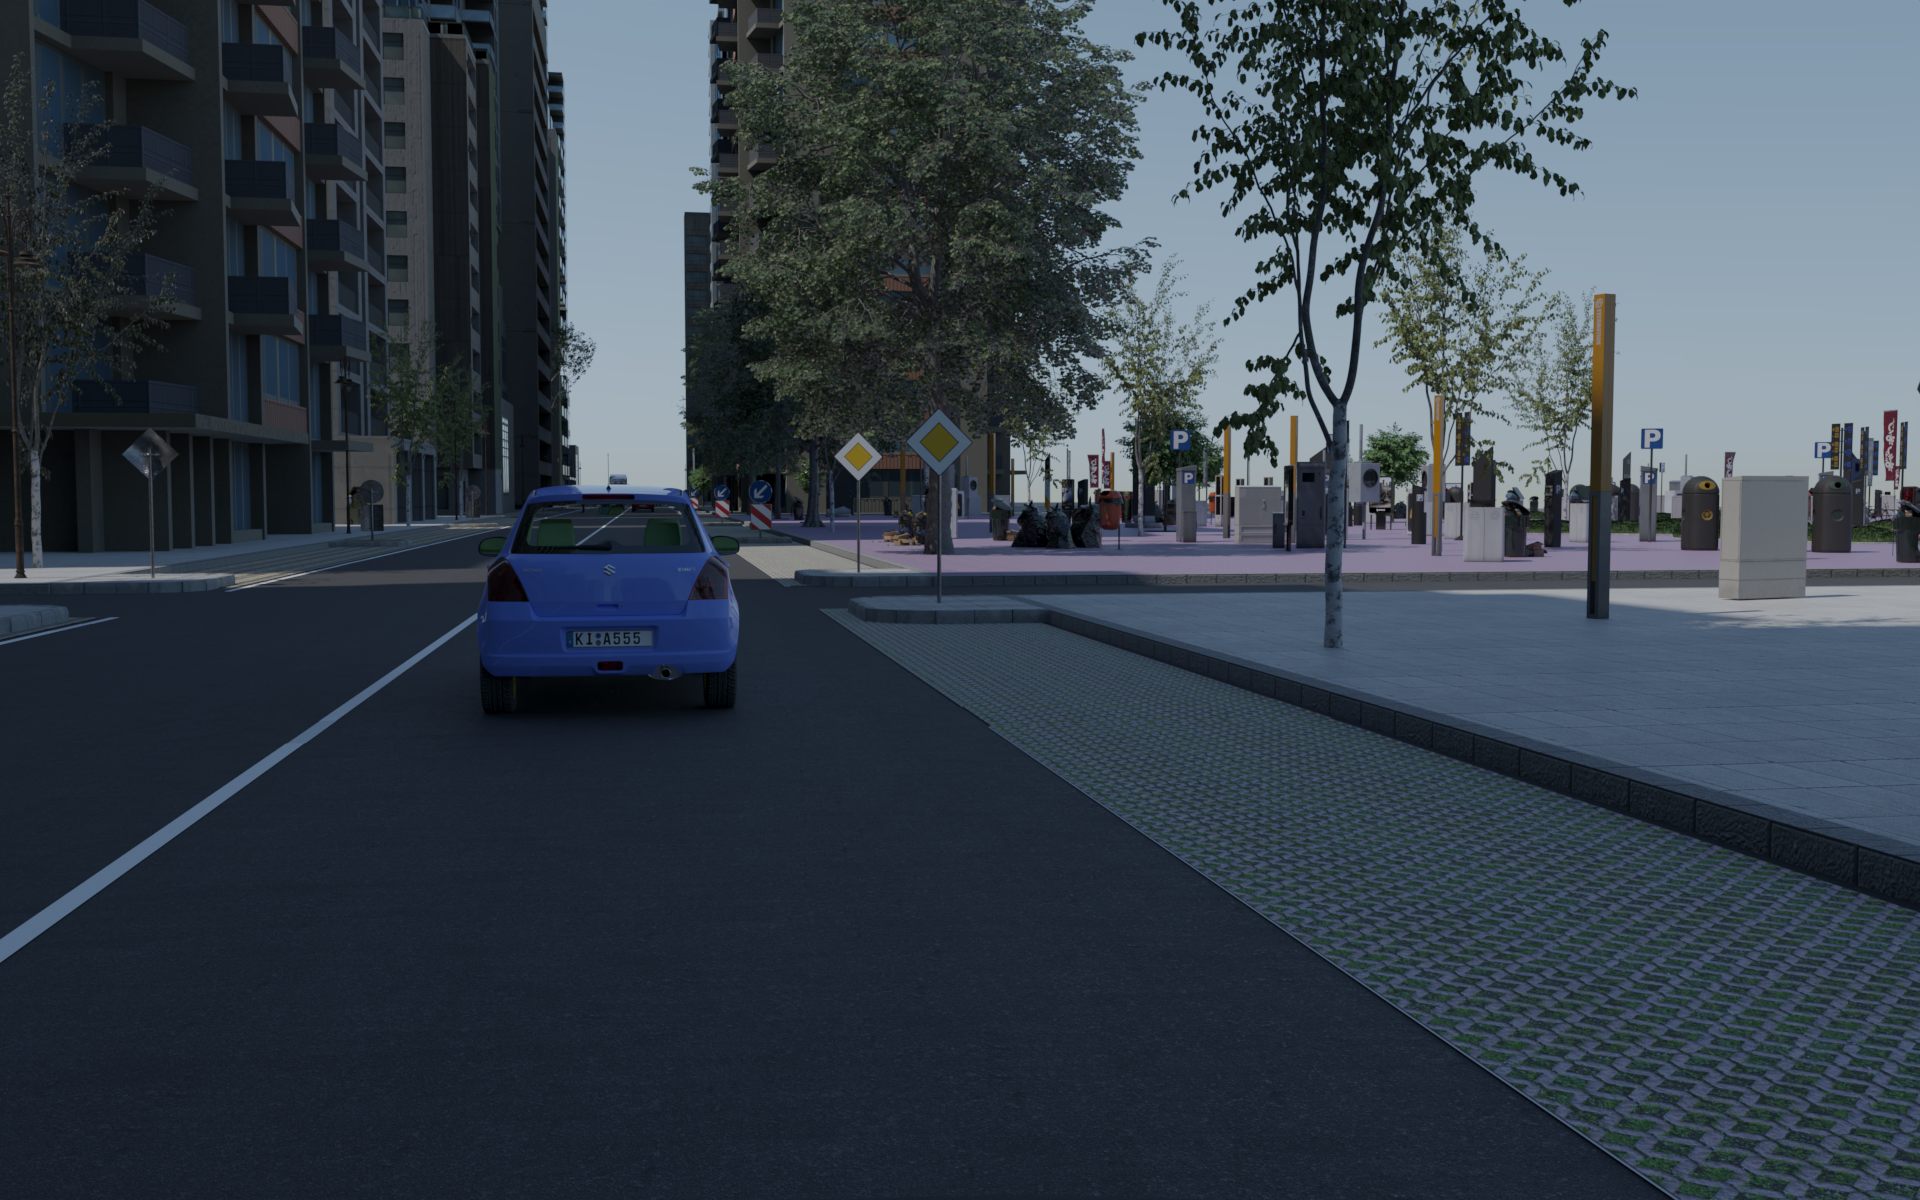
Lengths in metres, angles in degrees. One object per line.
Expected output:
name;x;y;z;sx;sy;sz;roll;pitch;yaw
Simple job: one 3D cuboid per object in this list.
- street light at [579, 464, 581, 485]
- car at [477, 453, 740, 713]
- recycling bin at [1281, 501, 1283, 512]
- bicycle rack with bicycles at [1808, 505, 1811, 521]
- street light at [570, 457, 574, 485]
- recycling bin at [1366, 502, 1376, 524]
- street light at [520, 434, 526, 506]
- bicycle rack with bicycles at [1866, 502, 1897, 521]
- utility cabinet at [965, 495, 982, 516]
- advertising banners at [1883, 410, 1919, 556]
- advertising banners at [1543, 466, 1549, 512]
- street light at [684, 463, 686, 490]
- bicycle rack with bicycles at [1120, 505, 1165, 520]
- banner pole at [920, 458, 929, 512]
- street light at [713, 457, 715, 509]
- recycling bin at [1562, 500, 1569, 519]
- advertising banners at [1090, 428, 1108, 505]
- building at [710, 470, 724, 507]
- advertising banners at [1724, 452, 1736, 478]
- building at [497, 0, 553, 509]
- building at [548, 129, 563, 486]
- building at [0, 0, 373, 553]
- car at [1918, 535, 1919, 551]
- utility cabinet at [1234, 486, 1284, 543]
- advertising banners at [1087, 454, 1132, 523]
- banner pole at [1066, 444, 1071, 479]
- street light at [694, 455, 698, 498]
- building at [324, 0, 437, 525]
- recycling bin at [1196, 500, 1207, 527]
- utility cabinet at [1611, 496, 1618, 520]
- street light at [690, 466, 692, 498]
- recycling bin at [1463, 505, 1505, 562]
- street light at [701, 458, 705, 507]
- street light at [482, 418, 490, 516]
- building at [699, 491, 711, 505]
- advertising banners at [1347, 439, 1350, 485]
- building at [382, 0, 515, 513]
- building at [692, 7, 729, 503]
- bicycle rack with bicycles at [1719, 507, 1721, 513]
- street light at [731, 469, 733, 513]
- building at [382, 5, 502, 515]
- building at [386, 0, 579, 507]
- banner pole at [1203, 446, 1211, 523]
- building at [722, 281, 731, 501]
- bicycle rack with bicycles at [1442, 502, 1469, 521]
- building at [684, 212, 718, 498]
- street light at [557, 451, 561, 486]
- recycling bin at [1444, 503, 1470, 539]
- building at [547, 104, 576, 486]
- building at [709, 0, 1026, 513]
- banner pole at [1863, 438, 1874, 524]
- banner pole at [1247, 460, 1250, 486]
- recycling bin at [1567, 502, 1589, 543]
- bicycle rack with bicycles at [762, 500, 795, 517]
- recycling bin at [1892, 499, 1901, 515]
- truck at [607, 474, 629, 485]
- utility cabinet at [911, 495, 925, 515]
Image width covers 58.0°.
street light;-53.363;-16.555;243.459;0.468;5.910;1.993;-1;4;-10
car;-2.569;-0.193;12.740;1.945;1.707;3.694;-1;4;-11
recycling bin;11.763;-3.185;64.636;0.722;1.027;0.722;-3;5;-43
bicycle rack with bicycles;42.042;-4.692;90.089;2.925;0.926;2.852;-1;4;-21
street light;-47.844;-14.712;213.330;0.468;5.910;1.993;-1;4;-10
recycling bin;17.944;-3.817;74.958;0.722;1.027;0.722;2;4;26
street light;-33.105;-9.685;131.135;0.468;5.910;1.993;-1;4;-10
bicycle rack with bicycles;40.053;-3.858;76.461;2.925;0.926;2.852;0;4;0
utility cabinet;0.794;-5.660;103.708;1.020;1.237;0.306;-2;4;-32
advertising banners;19.394;-2.397;35.379;0.090;3.025;2.074;0;4;-1
advertising banners;33.430;-6.274;98.770;0.090;3.025;2.074;1;4;14
street light;-41.089;-17.526;259.331;0.468;5.910;1.993;-1;4;-10
bicycle rack with bicycles;9.384;-4.352;84.540;2.925;0.926;2.852;3;5;41
banner pole;-1.860;-6.212;91.576;0.863;3.779;0.401;-2;4;-26
street light;-20.986;-10.697;147.679;0.468;5.910;1.993;-1;4;-10
recycling bin;27.457;-4.000;77.957;0.722;1.027;0.722;2;4;30
advertising banners;3.772;-3.102;46.912;0.090;3.025;2.074;0;4;-2
building;-13.704;-44.604;167.519;20.563;71.187;20.611;-1;4;-10
advertising banners;31.073;-4.603;71.440;2.074;3.025;0.090;-1;4;-14
building;-47.917;-32.407;153.554;21.300;48.544;21.600;-1;4;-10
building;-50.760;-30.809;187.316;14.154;41.232;14.086;-1;4;-10
building;-29.398;-24.066;48.100;22.147;44.769;28.867;-1;4;-10
car;18.519;-1.209;28.439;5.304;1.827;2.281;-1;4;-11
utility cabinet;7.759;-2.227;45.083;1.173;1.500;0.318;-1;4;-14
advertising banners;6.645;-4.912;76.494;2.074;3.025;0.090;0;4;1
banner pole;5.477;-5.956;87.405;0.401;3.779;0.863;1;4;19
street light;-30.341;-13.873;199.604;0.468;5.910;1.993;-1;4;-10
building;-35.742;-39.211;79.358;20.563;71.187;20.611;-1;4;-10
recycling bin;9.307;-3.434;68.701;0.722;1.027;0.722;-2;4;-32
utility cabinet;24.546;-3.299;65.098;0.306;1.237;1.020;1;4;22
street light;-35.577;-15.676;229.093;0.468;5.910;1.993;-1;4;-10
recycling bin;9.958;-1.247;32.938;0.722;1.027;0.722;1;4;14
street light;-26.258;-12.509;177.310;0.468;5.910;1.993;-1;4;-10
street light;-27.770;-7.872;101.496;0.468;5.910;1.993;-1;4;-10
building;-14.795;-31.447;206.042;32.217;40.220;23.993;-1;4;-10
advertising banners;12.018;-3.549;54.210;0.090;3.025;2.074;1;4;23
building;-44.269;-49.768;126.379;22.319;86.520;31.000;-1;4;-10
building;-24.340;-56.159;230.870;22.319;86.520;31.000;-1;4;-10
bicycle rack with bicycles;38.395;-4.522;87.310;2.925;0.926;2.852;2;4;32
street light;-15.450;-8.830;117.164;0.468;5.910;1.993;-1;4;-10
building;-36.086;-20.452;106.099;14.160;30.474;14.107;-1;4;-10
building;-63.928;-56.554;237.322;22.319;86.520;31.000;-1;4;-10
banner pole;10.929;-5.329;77.144;0.401;3.779;0.863;2;4;24
building;-13.685;-23.199;150.997;14.160;30.474;14.107;-1;4;-10
bicycle rack with bicycles;23.064;-4.154;81.303;2.925;0.926;2.852;-2;4;-32
building;-33.171;-34.859;253.535;14.154;41.232;14.086;-1;4;-10
street light;-42.393;-12.878;183.350;0.468;5.910;1.993;-1;4;-10
recycling bin;14.267;-2.252;49.374;0.722;1.027;0.722;2;4;33
building;-58.979;-35.999;208.192;23.786;49.044;30.456;-1;4;-10
building;-7.299;-29.070;129.913;22.147;44.769;28.867;-1;4;-10
banner pole;35.523;-4.754;67.738;0.863;3.779;0.401;-3;5;-40
banner pole;14.062;-5.775;84.431;0.401;3.779;0.863;1;4;20
recycling bin;16.745;-2.053;46.123;0.722;1.027;0.722;-1;4;-15
bicycle rack with bicycles;-10.204;-5.227;98.851;2.852;0.926;2.925;0;4;-7
recycling bin;48.092;-4.638;88.377;0.722;1.027;0.722;0;4;5
truck;-47.900;-15.471;242.703;2.967;4.110;18.799;-1;4;-11
utility cabinet;-2.306;-5.413;99.664;1.020;1.237;0.306;2;4;28
